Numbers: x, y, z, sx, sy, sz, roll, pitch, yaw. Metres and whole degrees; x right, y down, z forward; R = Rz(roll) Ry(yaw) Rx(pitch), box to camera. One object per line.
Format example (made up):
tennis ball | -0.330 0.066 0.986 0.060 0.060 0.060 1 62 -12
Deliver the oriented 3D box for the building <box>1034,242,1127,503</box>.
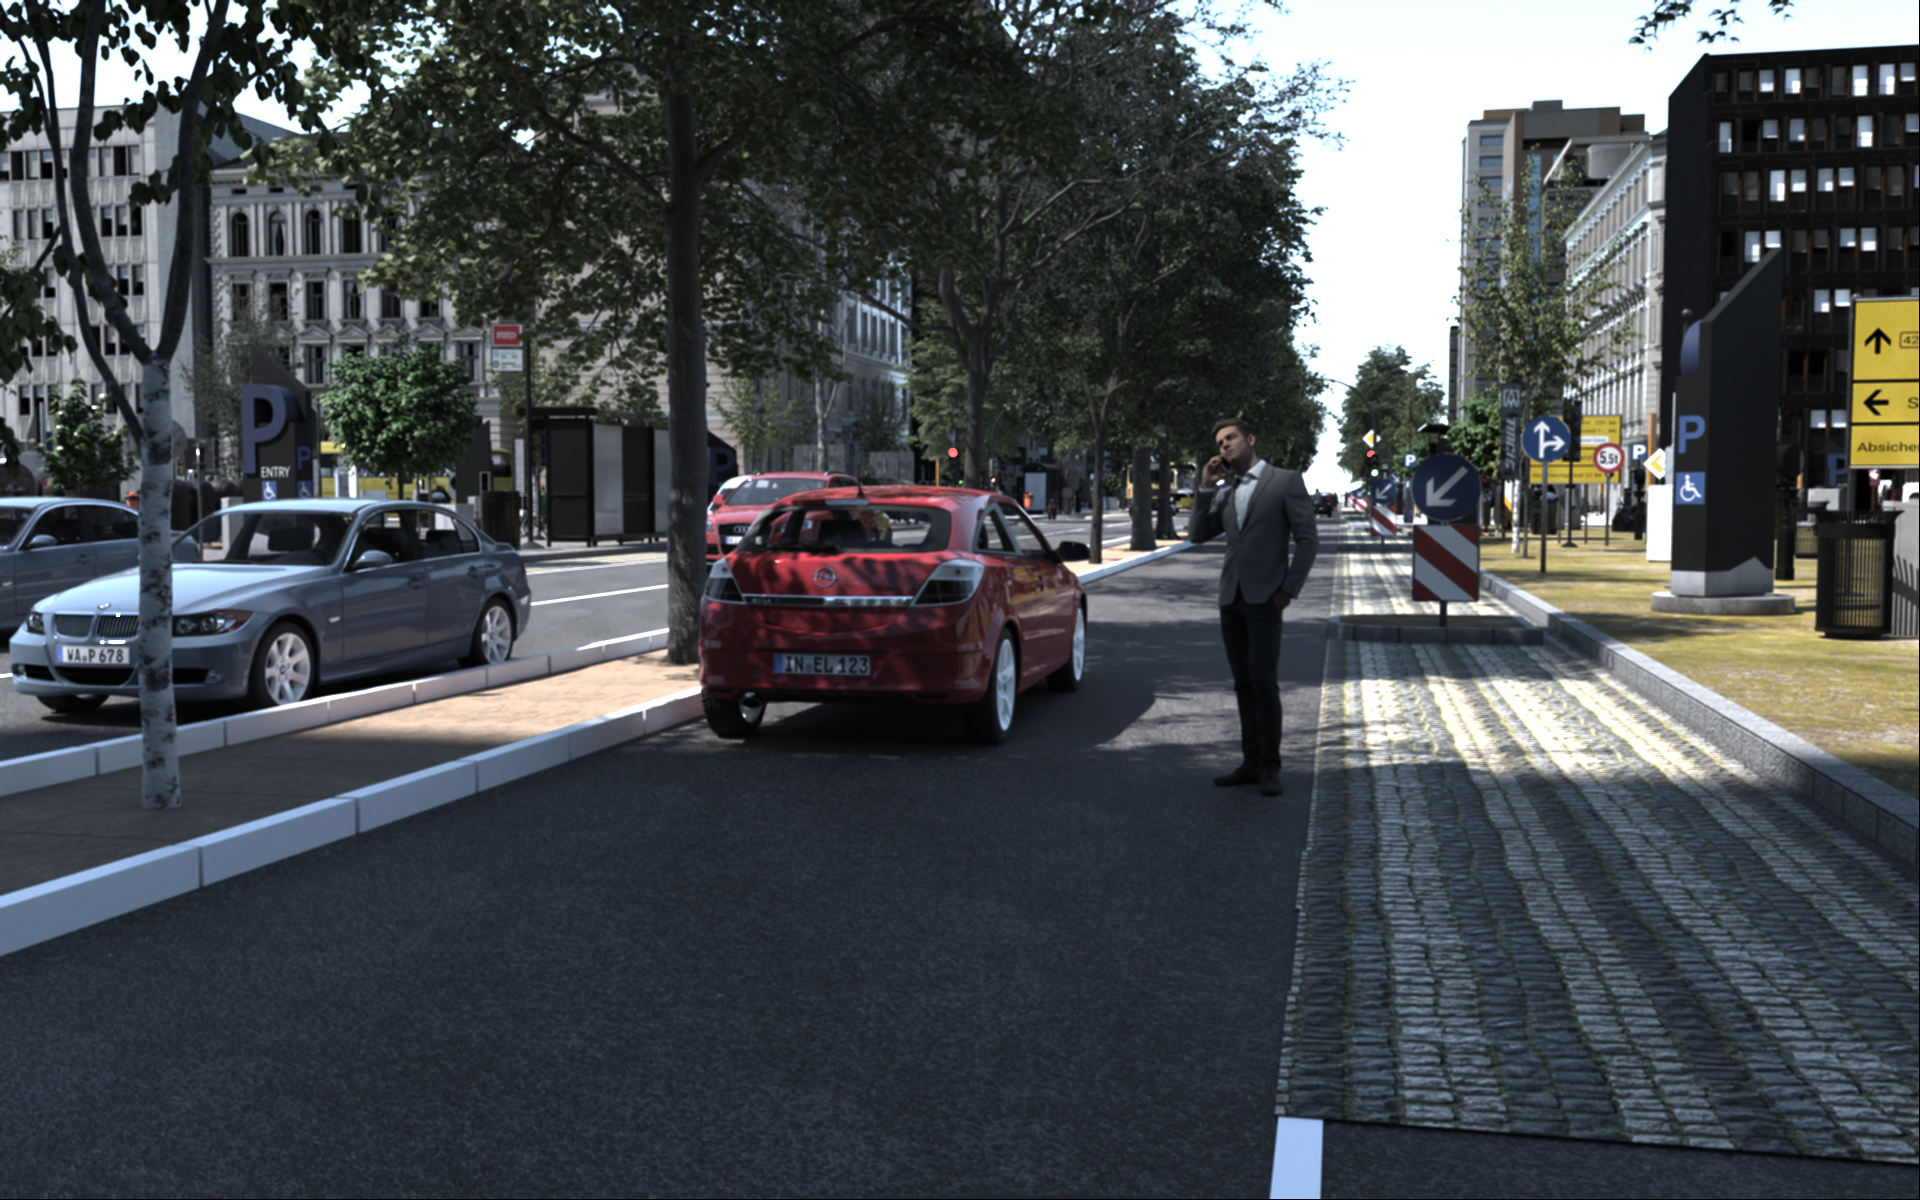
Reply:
building | 10.321 -35.110 265.931 32.217 40.220 23.993 1 4 12

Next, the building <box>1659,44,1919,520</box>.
building | 45.874 -15.897 89.595 15.834 23.373 12.332 1 4 12

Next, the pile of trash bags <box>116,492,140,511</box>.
pile of trash bags | -33.447 -3.641 69.288 1.912 1.369 3.447 -3 5 -39

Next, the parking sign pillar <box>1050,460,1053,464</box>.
parking sign pillar | 7.255 -9.145 137.997 1.447 3.967 1.447 -1 4 -14

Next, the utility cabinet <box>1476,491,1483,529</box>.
utility cabinet | 18.902 -3.347 63.404 0.318 1.500 1.173 1 4 22

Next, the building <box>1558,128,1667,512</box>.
building | 53.568 -21.131 121.913 17.030 29.872 44.131 1 4 12

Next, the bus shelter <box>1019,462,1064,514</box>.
bus shelter | 5.272 -7.217 111.924 2.014 3.302 5.546 1 4 13

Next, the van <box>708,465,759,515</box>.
van | -4.182 -1.748 35.588 2.013 2.044 4.112 1 4 13

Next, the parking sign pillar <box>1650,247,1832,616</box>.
parking sign pillar | 8.318 -1.854 18.792 1.447 3.967 1.447 -2 4 -34

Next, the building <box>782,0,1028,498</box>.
building | -5.754 -33.292 168.027 21.300 48.544 21.600 1 4 12

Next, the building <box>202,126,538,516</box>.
building | -34.493 -16.956 106.117 19.941 23.489 11.050 1 4 12

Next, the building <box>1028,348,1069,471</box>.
building | -3.646 -21.355 194.197 27.650 21.520 28.899 1 4 12

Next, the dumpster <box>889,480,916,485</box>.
dumpster | -2.468 -4.044 71.874 1.264 1.857 1.865 1 4 12

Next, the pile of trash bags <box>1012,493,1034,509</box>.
pile of trash bags | 2.828 -5.575 100.899 3.447 1.369 1.912 2 4 35

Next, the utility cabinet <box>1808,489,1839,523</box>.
utility cabinet | 37.747 -4.101 75.735 1.173 1.500 0.318 1 4 13

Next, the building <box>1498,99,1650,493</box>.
building | 69.218 -33.443 196.908 14.600 45.320 14.200 1 4 12

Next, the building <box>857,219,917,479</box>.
building | -11.812 -20.821 126.325 13.634 28.700 20.117 1 4 12

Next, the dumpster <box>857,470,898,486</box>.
dumpster | -3.600 -4.134 70.089 1.502 2.255 1.985 1 4 12

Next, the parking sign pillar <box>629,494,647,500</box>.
parking sign pillar | -9.683 -4.015 54.119 1.447 3.967 1.447 1 4 20

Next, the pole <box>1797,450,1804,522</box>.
pole | 38.625 -5.247 79.637 0.158 3.312 0.155 0 3 0

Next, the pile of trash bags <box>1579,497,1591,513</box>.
pile of trash bags | 42.439 -6.712 119.497 1.912 1.369 3.447 1 4 15

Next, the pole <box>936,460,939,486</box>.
pole | -1.270 -6.411 98.663 0.158 3.312 0.155 0 3 0

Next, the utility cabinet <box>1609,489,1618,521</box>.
utility cabinet | 30.934 -4.484 81.985 0.318 1.500 1.173 1 4 16

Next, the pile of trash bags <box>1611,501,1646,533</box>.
pile of trash bags | 23.825 -2.963 58.195 3.447 1.369 1.912 0 4 1

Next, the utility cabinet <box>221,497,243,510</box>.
utility cabinet | -15.074 -1.557 36.616 0.306 1.237 1.020 2 4 33

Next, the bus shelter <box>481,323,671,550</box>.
bus shelter | -9.379 -4.009 43.175 2.179 5.291 8.768 1 4 12

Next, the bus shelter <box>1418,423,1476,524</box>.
bus shelter | 16.966 -4.224 60.340 1.731 3.624 6.357 1 4 12

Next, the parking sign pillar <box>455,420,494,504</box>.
parking sign pillar | -17.823 -4.594 63.581 1.447 3.967 1.447 0 4 6

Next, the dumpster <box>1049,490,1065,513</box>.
dumpster | 6.906 -7.020 120.539 1.264 1.857 1.865 1 4 12

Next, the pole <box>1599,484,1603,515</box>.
pole | 40.250 -7.022 108.658 0.158 3.312 0.155 0 3 0

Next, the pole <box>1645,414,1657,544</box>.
pole | 17.599 -3.073 44.091 0.158 3.312 0.155 0 3 0

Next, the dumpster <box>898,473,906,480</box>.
dumpster | -3.135 -4.774 80.546 1.502 2.255 1.985 1 4 13

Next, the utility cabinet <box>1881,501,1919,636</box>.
utility cabinet | 8.803 -0.305 16.145 0.306 1.237 1.020 2 4 23

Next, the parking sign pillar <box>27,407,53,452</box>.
parking sign pillar | -28.779 -4.019 54.186 1.447 3.967 1.447 -3 5 -40

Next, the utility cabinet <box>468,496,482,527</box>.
utility cabinet | -14.888 -2.604 53.742 0.306 1.237 1.020 1 4 14

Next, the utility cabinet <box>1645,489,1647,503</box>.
utility cabinet | 29.181 -3.923 72.816 1.173 1.500 0.318 -1 4 -22

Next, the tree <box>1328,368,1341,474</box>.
tree | 15.043 -10.536 91.735 9.611 12.733 9.660 0 3 0

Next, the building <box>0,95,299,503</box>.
building | -54.007 -17.907 110.801 19.932 24.808 12.078 1 4 12

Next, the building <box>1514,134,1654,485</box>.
building | 73.477 -29.647 176.603 32.217 40.220 23.993 1 4 12

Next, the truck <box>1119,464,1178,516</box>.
truck | 12.499 -7.143 112.708 3.469 3.379 9.791 1 4 12

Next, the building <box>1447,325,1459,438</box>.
building | 89.578 -31.875 292.851 14.160 30.474 14.107 1 4 12

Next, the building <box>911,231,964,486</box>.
building | -7.387 -19.242 144.291 12.332 23.373 15.834 1 4 12

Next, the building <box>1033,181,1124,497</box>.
building | 17.901 -42.886 290.421 28.713 52.752 27.495 1 4 12

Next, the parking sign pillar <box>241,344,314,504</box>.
parking sign pillar | -12.126 -2.586 30.758 1.447 3.967 1.447 2 4 26

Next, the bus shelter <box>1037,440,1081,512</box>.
bus shelter | 7.359 -9.344 130.413 2.179 5.291 8.768 1 4 13

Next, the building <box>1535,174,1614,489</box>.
building | 60.647 -23.765 160.258 14.160 30.474 14.107 1 4 12

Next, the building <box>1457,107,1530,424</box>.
building | 88.614 -44.516 269.842 21.231 58.520 28.212 1 4 12

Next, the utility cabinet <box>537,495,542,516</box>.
utility cabinet | -22.270 -4.989 92.728 1.020 1.237 0.306 -1 4 -18

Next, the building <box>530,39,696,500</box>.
building | -15.896 -19.604 106.426 13.634 28.700 20.117 1 4 12

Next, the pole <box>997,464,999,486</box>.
pole | 2.350 -6.898 106.631 0.158 3.312 0.155 0 3 0

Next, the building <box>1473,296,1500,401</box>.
building | 81.287 -29.281 250.438 14.160 30.474 14.107 1 4 12

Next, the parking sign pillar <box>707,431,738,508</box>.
parking sign pillar | -9.858 -5.092 71.732 1.447 3.967 1.447 -1 4 -21

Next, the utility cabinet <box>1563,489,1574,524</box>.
utility cabinet | 25.637 -4.001 74.088 1.173 1.500 0.318 -1 4 -11

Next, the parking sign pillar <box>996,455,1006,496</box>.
parking sign pillar | 2.693 -7.638 113.347 1.447 3.967 1.447 -1 4 -8

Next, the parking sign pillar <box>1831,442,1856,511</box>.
parking sign pillar | 42.301 -5.796 83.237 1.447 3.967 1.447 1 4 8
